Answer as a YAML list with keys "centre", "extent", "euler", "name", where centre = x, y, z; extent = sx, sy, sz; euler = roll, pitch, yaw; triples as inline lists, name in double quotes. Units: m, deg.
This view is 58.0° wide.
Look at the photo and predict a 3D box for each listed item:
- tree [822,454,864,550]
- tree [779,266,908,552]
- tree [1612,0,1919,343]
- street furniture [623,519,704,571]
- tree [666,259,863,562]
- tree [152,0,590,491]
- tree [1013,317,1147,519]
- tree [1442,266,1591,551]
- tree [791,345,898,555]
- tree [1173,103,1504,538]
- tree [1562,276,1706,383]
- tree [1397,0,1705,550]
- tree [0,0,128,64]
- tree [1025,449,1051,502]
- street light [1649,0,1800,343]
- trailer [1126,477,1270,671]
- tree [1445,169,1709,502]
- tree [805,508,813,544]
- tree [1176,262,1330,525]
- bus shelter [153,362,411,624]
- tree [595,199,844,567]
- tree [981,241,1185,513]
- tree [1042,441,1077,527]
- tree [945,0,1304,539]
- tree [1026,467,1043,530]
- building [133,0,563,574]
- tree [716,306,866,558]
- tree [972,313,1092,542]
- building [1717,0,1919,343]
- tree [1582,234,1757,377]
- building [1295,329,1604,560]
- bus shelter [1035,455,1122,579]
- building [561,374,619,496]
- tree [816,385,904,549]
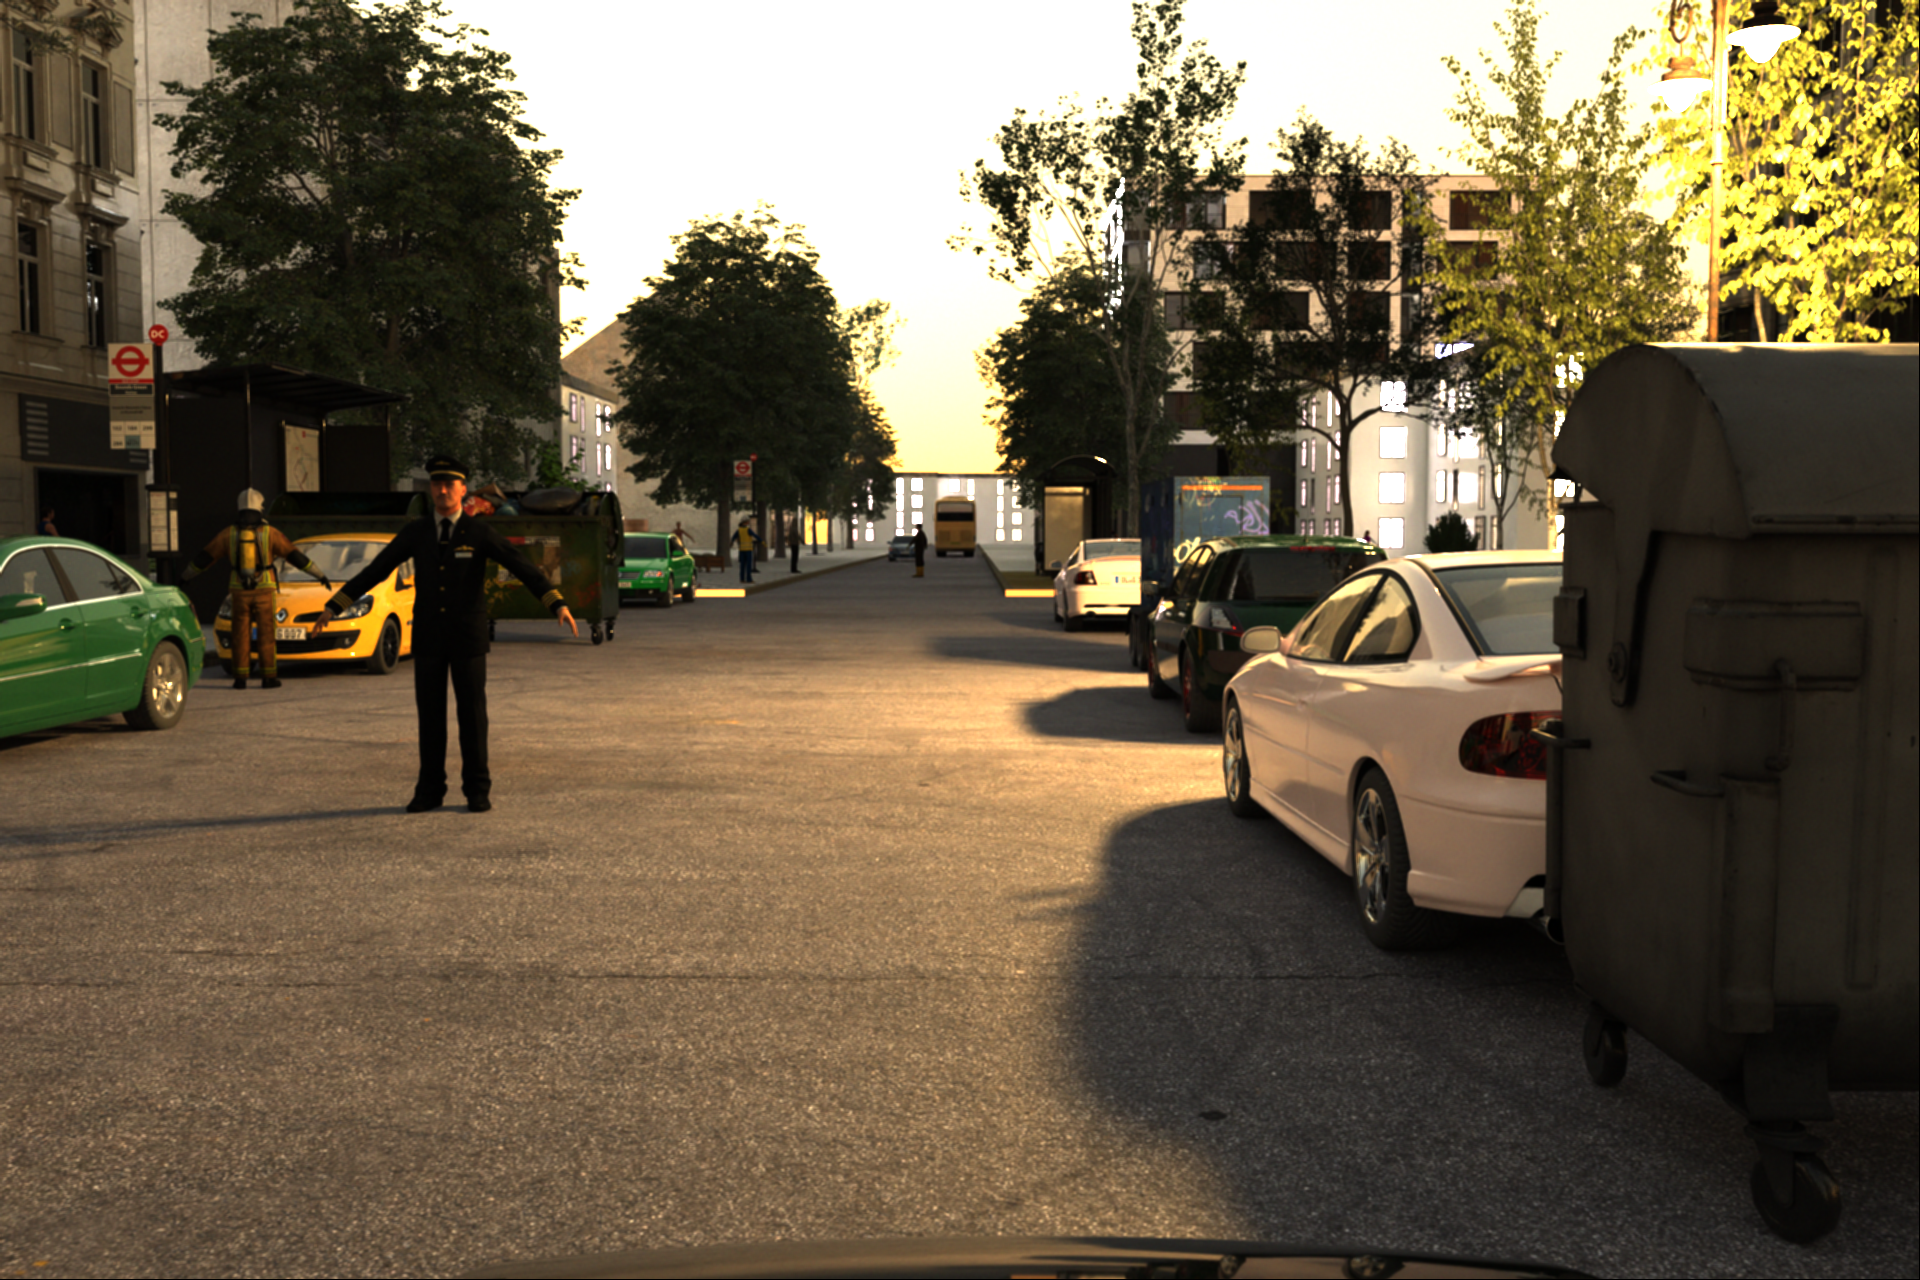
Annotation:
- centre: [-9.265, -11.440, 137.402]
  extent: [4.360, 8.622, 3.978]
  euler: [0, 3, 0]
  name: "tree"
- centre: [-10.788, -16.418, 124.327]
  extent: [12.611, 20.169, 13.585]
  euler: [0, 3, 0]
  name: "tree"
- centre: [8.468, -4.095, 17.320]
  extent: [4.737, 8.622, 4.395]
  euler: [0, 3, 0]
  name: "tree"
- centre: [-12.055, -2.596, 49.300]
  extent: [11.010, 1.723, 9.812]
  euler: [1, 4, 20]
  name: "street furniture"
- centre: [-9.146, -10.619, 80.273]
  extent: [9.857, 13.997, 8.962]
  euler: [0, 3, 0]
  name: "tree"
- centre: [-13.121, -8.106, 39.185]
  extent: [9.857, 13.997, 8.962]
  euler: [0, 3, 0]
  name: "tree"
- centre: [6.098, -10.571, 90.969]
  extent: [7.486, 12.596, 7.792]
  euler: [0, 3, 0]
  name: "tree"
- centre: [14.857, -5.947, 47.595]
  extent: [4.360, 8.622, 3.978]
  euler: [0, 3, 0]
  name: "tree"
- centre: [-9.038, -11.973, 106.135]
  extent: [12.009, 13.543, 11.850]
  euler: [0, 3, 0]
  name: "tree"
- centre: [8.315, -6.336, 38.002]
  extent: [7.601, 10.594, 8.767]
  euler: [1, 4, 21]
  name: "tree"
- centre: [19.715, -6.107, 50.217]
  extent: [4.737, 8.622, 4.395]
  euler: [0, 3, 0]
  name: "tree"
- centre: [8.135, -4.482, 23.644]
  extent: [4.737, 8.622, 4.395]
  euler: [0, 3, 0]
  name: "tree"
- centre: [-12.989, -6.394, 14.916]
  extent: [12.009, 13.543, 11.850]
  euler: [0, 3, 0]
  name: "tree"
- centre: [6.456, -10.473, 121.589]
  extent: [4.737, 8.622, 4.395]
  euler: [0, 3, 0]
  name: "tree"
- centre: [5.689, -2.465, 13.086]
  extent: [0.468, 5.910, 1.993]
  euler: [0, 4, 0]
  name: "street light"
- centre: [2.568, -0.742, 19.187]
  extent: [1.471, 1.999, 3.904]
  euler: [0, 4, -1]
  name: "trailer"
- centre: [21.094, -9.075, 58.751]
  extent: [12.009, 13.543, 11.850]
  euler: [0, 3, 0]
  name: "tree"
- centre: [-20.048, -17.228, 232.037]
  extent: [4.737, 8.622, 4.395]
  euler: [0, 3, 0]
  name: "tree"
- centre: [7.615, -5.891, 46.681]
  extent: [4.737, 8.622, 4.395]
  euler: [0, 3, 0]
  name: "tree"
- centre: [-10.236, -2.167, 26.719]
  extent: [1.731, 3.624, 6.357]
  euler: [0, 4, -1]
  name: "bus shelter"
- centre: [-9.243, -9.783, 66.606]
  extent: [9.857, 13.997, 8.962]
  euler: [0, 3, 0]
  name: "tree"
- centre: [5.632, -10.426, 77.125]
  extent: [9.857, 13.997, 8.962]
  euler: [0, 3, 0]
  name: "tree"
- centre: [6.172, -9.378, 103.689]
  extent: [4.360, 8.622, 3.978]
  euler: [0, 3, 0]
  name: "tree"
- centre: [5.872, -12.602, 61.936]
  extent: [12.611, 20.169, 13.585]
  euler: [0, 3, 0]
  name: "tree"
- centre: [6.339, -10.054, 114.753]
  extent: [4.360, 8.622, 3.978]
  euler: [0, 3, 0]
  name: "tree"
- centre: [-28.596, -12.532, 71.350]
  extent: [16.747, 18.905, 31.486]
  euler: [0, 4, 1]
  name: "building"
- centre: [-9.721, -11.373, 92.603]
  extent: [9.857, 13.997, 8.962]
  euler: [0, 3, 0]
  name: "tree"
- centre: [8.306, -17.556, 142.931]
  extent: [12.611, 20.169, 13.585]
  euler: [0, 3, 0]
  name: "tree"
- centre: [26.704, -13.071, 30.358]
  extent: [14.369, 24.946, 33.146]
  euler: [0, 3, 0]
  name: "building"
- centre: [16.659, -5.638, 42.539]
  extent: [4.360, 8.622, 3.978]
  euler: [0, 3, 0]
  name: "tree"
- centre: [23.575, -8.733, 84.940]
  extent: [9.099, 9.664, 28.070]
  euler: [0, 3, 0]
  name: "building"
- centre: [3.134, -3.239, 46.882]
  extent: [2.014, 3.302, 5.546]
  euler: [0, 4, 0]
  name: "bus shelter"
- centre: [-24.957, -9.882, 103.726]
  extent: [9.099, 9.664, 28.070]
  euler: [0, 4, 0]
  name: "building"
- centre: [-9.377, -14.641, 146.035]
  extent: [9.857, 13.997, 8.962]
  euler: [0, 3, 0]
  name: "tree"
